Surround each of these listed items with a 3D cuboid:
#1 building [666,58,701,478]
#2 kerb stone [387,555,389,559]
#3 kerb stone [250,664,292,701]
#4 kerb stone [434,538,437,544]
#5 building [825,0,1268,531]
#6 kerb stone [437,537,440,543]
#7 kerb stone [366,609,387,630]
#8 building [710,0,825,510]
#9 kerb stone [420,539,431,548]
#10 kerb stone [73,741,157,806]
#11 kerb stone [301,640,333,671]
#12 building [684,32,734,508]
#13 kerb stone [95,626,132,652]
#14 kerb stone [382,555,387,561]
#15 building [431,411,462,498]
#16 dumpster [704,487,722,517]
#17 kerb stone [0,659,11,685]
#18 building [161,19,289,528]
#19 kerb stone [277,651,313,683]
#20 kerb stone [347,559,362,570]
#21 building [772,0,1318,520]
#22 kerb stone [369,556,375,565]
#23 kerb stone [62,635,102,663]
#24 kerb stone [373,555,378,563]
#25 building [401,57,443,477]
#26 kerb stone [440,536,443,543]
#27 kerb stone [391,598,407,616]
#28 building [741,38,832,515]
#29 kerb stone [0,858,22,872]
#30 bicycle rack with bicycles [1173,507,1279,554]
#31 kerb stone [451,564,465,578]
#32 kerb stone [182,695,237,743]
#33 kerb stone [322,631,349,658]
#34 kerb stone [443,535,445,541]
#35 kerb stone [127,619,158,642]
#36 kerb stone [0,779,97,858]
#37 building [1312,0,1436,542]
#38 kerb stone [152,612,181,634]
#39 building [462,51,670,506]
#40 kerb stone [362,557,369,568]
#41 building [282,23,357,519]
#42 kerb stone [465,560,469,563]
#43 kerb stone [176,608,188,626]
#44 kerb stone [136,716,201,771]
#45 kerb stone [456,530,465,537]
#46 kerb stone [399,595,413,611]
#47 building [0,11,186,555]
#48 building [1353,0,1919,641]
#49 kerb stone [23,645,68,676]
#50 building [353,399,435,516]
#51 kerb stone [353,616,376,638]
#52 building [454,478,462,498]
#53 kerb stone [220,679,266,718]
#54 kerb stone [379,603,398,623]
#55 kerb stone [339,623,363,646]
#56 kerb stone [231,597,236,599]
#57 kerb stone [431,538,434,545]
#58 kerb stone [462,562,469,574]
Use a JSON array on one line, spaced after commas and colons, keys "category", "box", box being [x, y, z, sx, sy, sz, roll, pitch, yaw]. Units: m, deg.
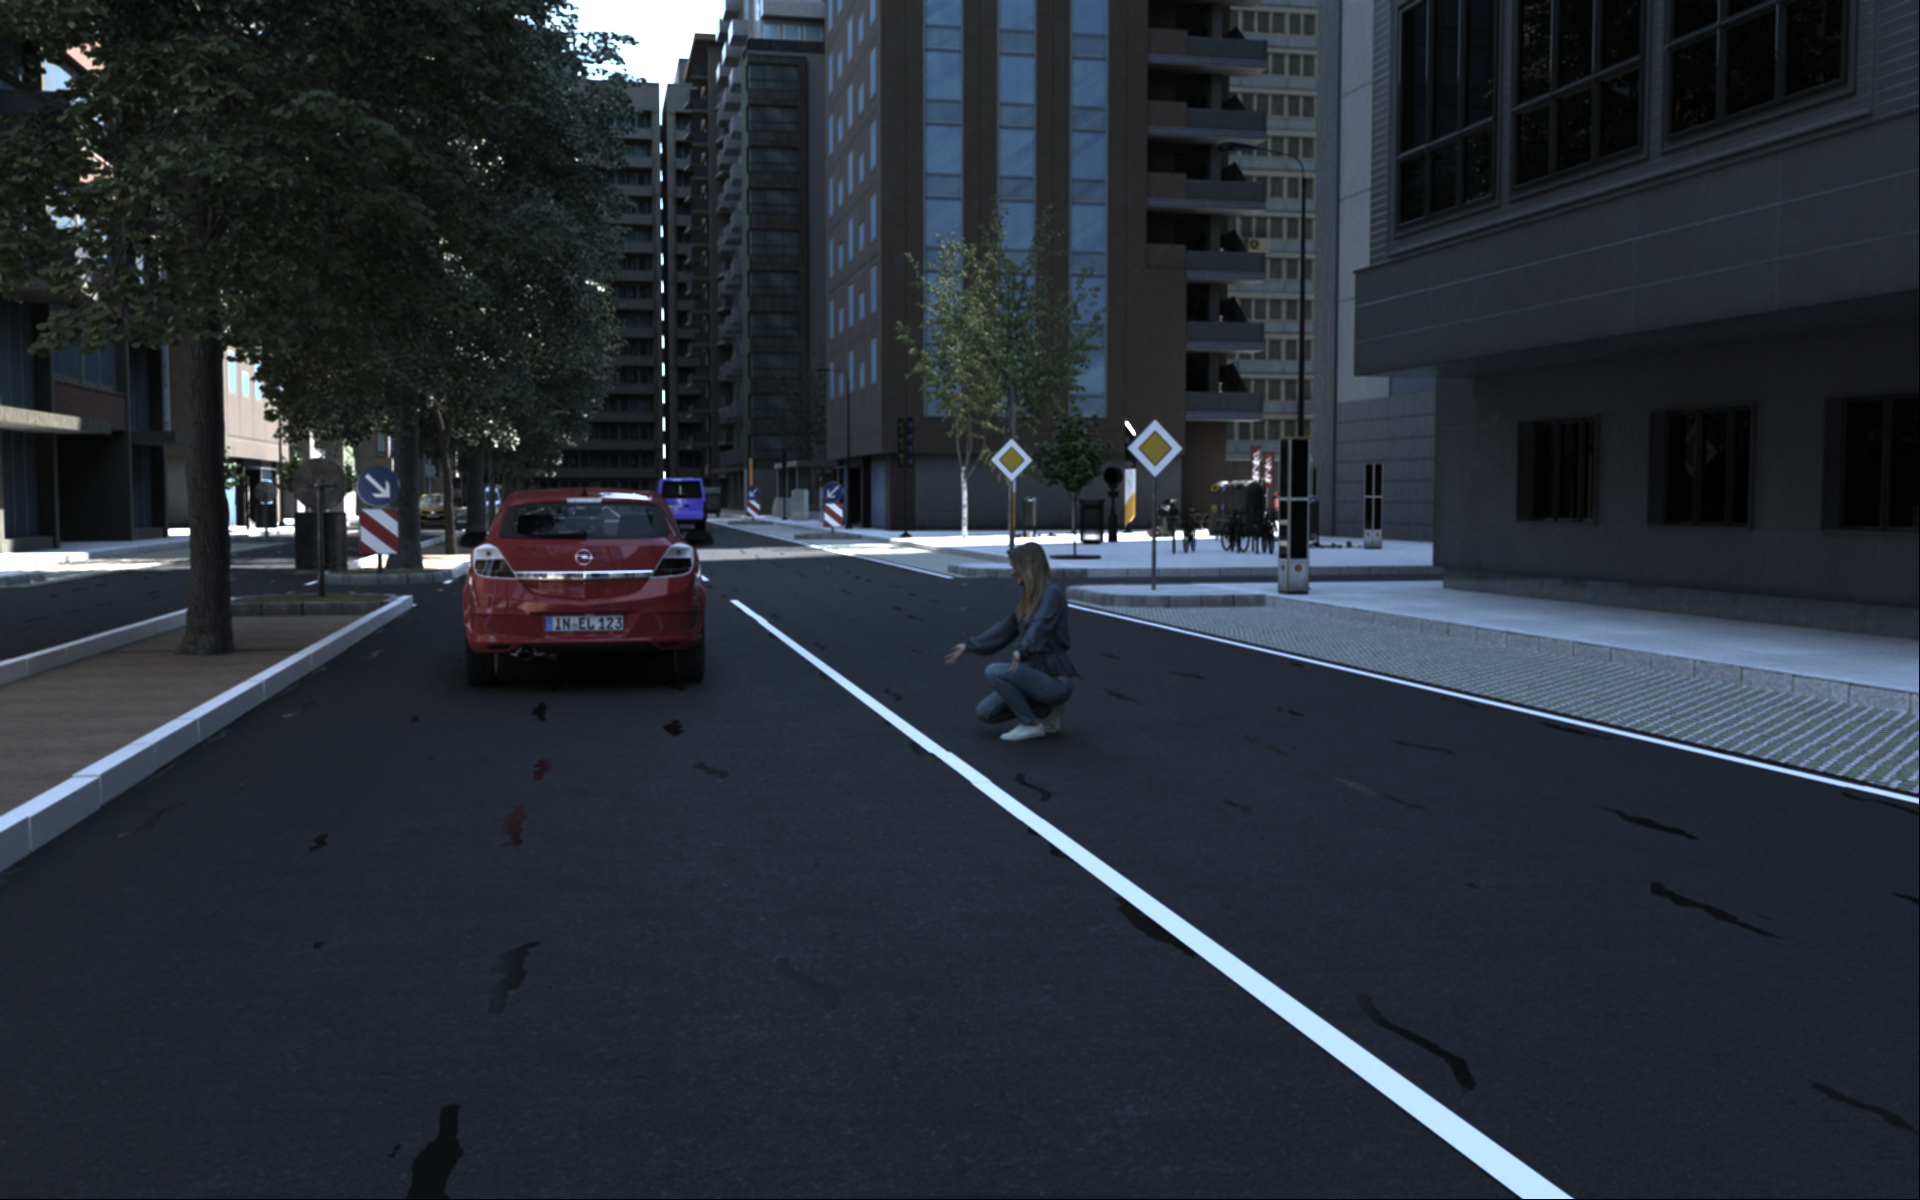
[{"category": "building", "box": [-23.175, -35.145, 198.320, 21.600, 48.544, 21.300, -1, 4, -12]}, {"category": "kerb stone", "box": [-12.493, -0.940, 37.564, 0.120, 0.150, 1.000, -1, 4, -12]}, {"category": "kerb stone", "box": [-4.956, 0.598, 12.417, 0.120, 0.150, 1.000, -1, 4, -12]}, {"category": "kerb stone", "box": [-14.851, -1.613, 48.602, 0.120, 0.150, 1.000, -1, 4, -12]}, {"category": "building", "box": [2.572, -25.489, 66.856, 14.600, 45.320, 14.200, -1, 4, -12]}, {"category": "kerb stone", "box": [-15.069, -1.671, 49.601, 0.120, 0.150, 1.000, -1, 4, -12]}, {"category": "kerb stone", "box": [-6.249, 0.230, 18.438, 0.120, 0.150, 1.000, -1, 4, -12]}, {"category": "building", "box": [-7.523, -31.687, 137.696, 23.786, 49.044, 30.456, -1, 4, -12]}, {"category": "kerb stone", "box": [-14.417, -1.492, 46.585, 0.120, 0.150, 1.000, -1, 4, -12]}, {"category": "kerb stone", "box": [-4.095, 0.844, 8.403, 0.120, 0.150, 1.000, -1, 4, -12]}, {"category": "kerb stone", "box": [-5.385, 0.475, 14.426, 0.120, 0.150, 1.000, -1, 4, -12]}, {"category": "building", "box": [-14.921, -31.309, 166.523, 22.147, 44.769, 28.867, -1, 4, -12]}, {"category": "kerb stone", "box": [-7.874, 0.379, 16.006, 0.120, 0.150, 1.000, -1, 4, -12]}, {"category": "kerb stone", "box": [-12.276, -0.879, 36.565, 0.120, 0.150, 1.000, -1, 4, -12]}, {"category": "building", "box": [-55.351, -29.531, 166.426, 14.086, 41.232, 14.154, -1, 4, -12]}, {"category": "dumpster", "box": [-15.695, -6.044, 107.037, 1.865, 1.857, 1.264, -1, 4, -13]}, {"category": "kerb stone", "box": [-7.232, 0.562, 13.000, 0.120, 0.150, 1.000, -1, 4, -12]}, {"category": "building", "box": [-35.715, -25.622, 69.038, 14.600, 45.320, 14.200, -1, 4, -12]}, {"category": "kerb stone", "box": [-5.172, 0.538, 13.416, 0.120, 0.150, 1.000, -1, 4, -12]}, {"category": "kerb stone", "box": [-11.417, -0.633, 32.550, 0.120, 0.150, 1.000, -1, 4, -12]}, {"category": "building", "box": [6.325, -24.684, 95.469, 32.217, 40.220, 23.993, -1, 4, -12]}, {"category": "kerb stone", "box": [-11.847, -0.748, 34.554, 0.120, 0.150, 1.000, -1, 4, -12]}, {"category": "kerb stone", "box": [-7.660, 0.443, 15.007, 0.120, 0.150, 1.000, -1, 4, -12]}, {"category": "kerb stone", "box": [-12.060, -0.818, 35.565, 0.120, 0.150, 1.000, -1, 4, -12]}, {"category": "building", "box": [-56.263, -33.579, 138.261, 28.713, 52.752, 27.495, -1, 4, -12]}, {"category": "kerb stone", "box": [-15.283, -1.736, 50.601, 0.120, 0.150, 1.000, -1, 4, -12]}, {"category": "kerb stone", "box": [-6.675, 0.116, 20.442, 0.120, 0.150, 1.000, -1, 4, -12]}, {"category": "building", "box": [-7.581, -21.000, 115.049, 14.160, 30.474, 14.107, -1, 4, -12]}, {"category": "kerb stone", "box": [-3.661, 0.966, 6.395, 0.120, 0.150, 1.000, -1, 4, -12]}, {"category": "bicycle rack with bicycles", "box": [5.727, -1.511, 38.089, 2.852, 0.926, 2.925, 0, 4, 8]}, {"category": "kerb stone", "box": [-8.721, -0.476, 29.986, 0.120, 0.150, 1.000, -1, 4, -12]}, {"category": "kerb stone", "box": [-4.526, 0.721, 10.408, 0.120, 0.150, 1.000, -1, 4, -12]}, {"category": "kerb stone", "box": [-5.599, 0.414, 15.429, 0.120, 0.150, 1.000, -1, 4, -12]}, {"category": "kerb stone", "box": [-15.487, -1.799, 51.602, 0.120, 0.150, 1.000, -1, 4, -12]}, {"category": "kerb stone", "box": [-8.090, 0.319, 17.005, 0.120, 0.150, 1.000, -1, 4, -12]}, {"category": "kerb stone", "box": [-3.874, 0.912, 7.395, 0.120, 0.150, 1.000, -1, 4, -12]}, {"category": "building", "box": [26.420, -30.845, 46.323, 28.212, 58.520, 21.231, -1, 4, -12]}, {"category": "kerb stone", "box": [-8.301, 0.256, 18.005, 0.120, 0.150, 1.000, -1, 4, -12]}, {"category": "building", "box": [-44.416, -34.864, 193.721, 21.600, 48.544, 21.300, -1, 4, -12]}, {"category": "kerb stone", "box": [-11.629, -0.695, 33.555, 0.120, 0.150, 1.000, -1, 4, -12]}, {"category": "building", "box": [-40.327, -24.904, 90.779, 14.154, 41.232, 14.086, -1, 4, -12]}, {"category": "kerb stone", "box": [-9.146, -0.596, 31.995, 0.120, 0.150, 1.000, -1, 4, -12]}, {"category": "kerb stone", "box": [-8.523, 0.197, 19.010, 0.120, 0.150, 1.000, -1, 4, -12]}, {"category": "kerb stone", "box": [-4.312, 0.783, 9.402, 0.120, 0.150, 1.000, -1, 4, -12]}, {"category": "kerb stone", "box": [-17.208, -2.289, 59.622, 0.120, 0.150, 1.000, -1, 4, -12]}, {"category": "kerb stone", "box": [-6.885, 0.046, 21.445, 0.120, 0.150, 1.000, -1, 4, -12]}, {"category": "building", "box": [-31.146, -23.563, 39.885, 22.147, 44.769, 28.867, -1, 4, -12]}, {"category": "building", "box": [14.909, -11.643, 9.436, 14.314, 24.678, 30.058, -1, 4, -12]}, {"category": "kerb stone", "box": [-7.446, 0.504, 14.006, 0.120, 0.150, 1.000, -1, 4, -12]}, {"category": "building", "box": [-49.682, -16.318, 111.839, 27.650, 21.520, 28.899, -1, 4, -12]}, {"category": "kerb stone", "box": [-6.033, 0.294, 17.432, 0.120, 0.150, 1.000, -1, 4, -12]}, {"category": "building", "box": [-67.882, -30.697, 193.774, 23.993, 40.220, 32.217, -1, 4, -12]}, {"category": "kerb stone", "box": [-4.747, 0.663, 11.411, 0.120, 0.150, 1.000, -1, 4, -12]}, {"category": "kerb stone", "box": [-6.458, 0.173, 19.439, 0.120, 0.150, 1.000, -1, 4, -12]}, {"category": "kerb stone", "box": [-5.818, 0.356, 16.433, 0.120, 0.150, 1.000, -1, 4, -12]}, {"category": "kerb stone", "box": [-8.942, 0.072, 21.016, 0.120, 0.150, 1.000, -1, 4, -12]}, {"category": "kerb stone", "box": [-14.635, -1.554, 47.598, 0.120, 0.150, 1.000, -1, 4, -12]}, {"category": "kerb stone", "box": [-8.928, -0.538, 30.990, 0.120, 0.150, 1.000, -1, 4, -12]}]
